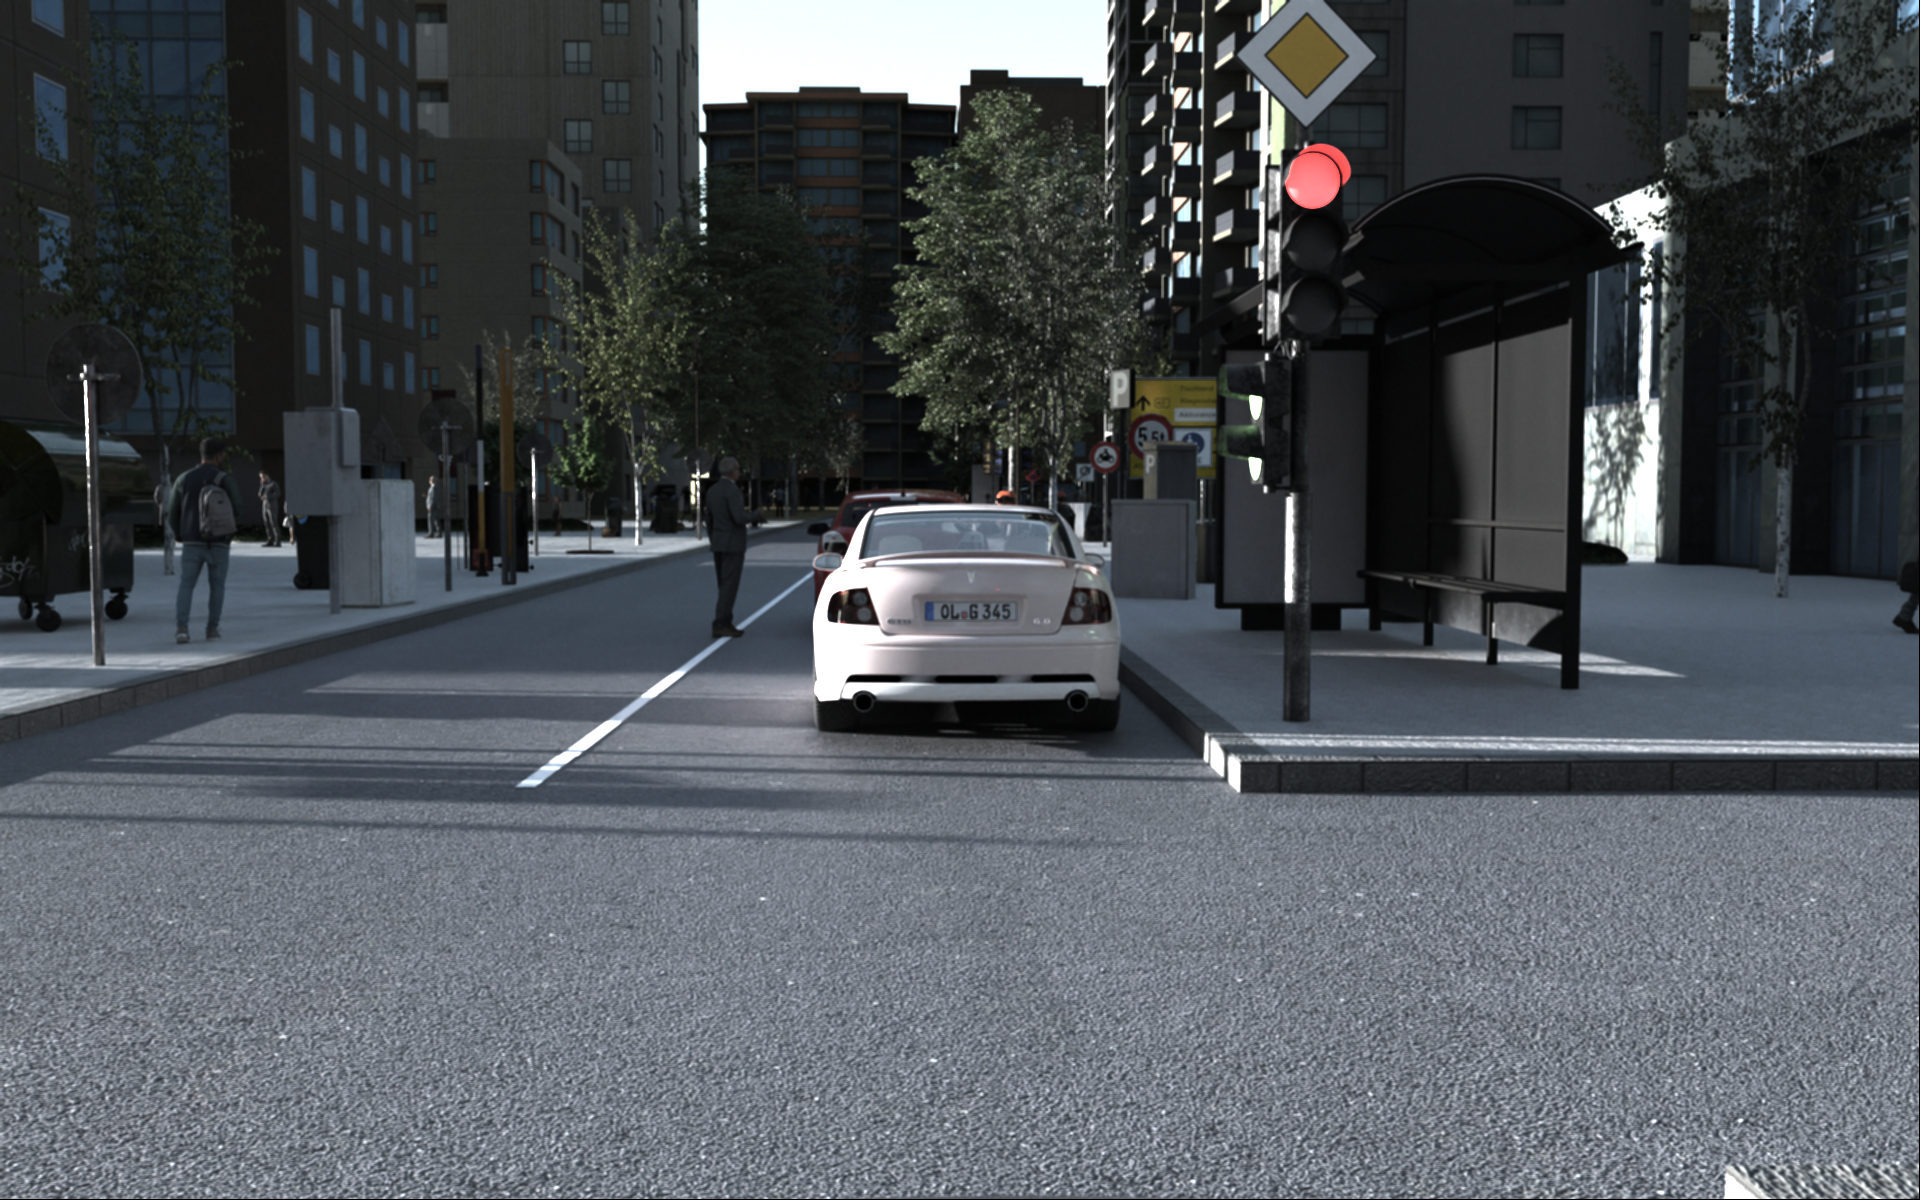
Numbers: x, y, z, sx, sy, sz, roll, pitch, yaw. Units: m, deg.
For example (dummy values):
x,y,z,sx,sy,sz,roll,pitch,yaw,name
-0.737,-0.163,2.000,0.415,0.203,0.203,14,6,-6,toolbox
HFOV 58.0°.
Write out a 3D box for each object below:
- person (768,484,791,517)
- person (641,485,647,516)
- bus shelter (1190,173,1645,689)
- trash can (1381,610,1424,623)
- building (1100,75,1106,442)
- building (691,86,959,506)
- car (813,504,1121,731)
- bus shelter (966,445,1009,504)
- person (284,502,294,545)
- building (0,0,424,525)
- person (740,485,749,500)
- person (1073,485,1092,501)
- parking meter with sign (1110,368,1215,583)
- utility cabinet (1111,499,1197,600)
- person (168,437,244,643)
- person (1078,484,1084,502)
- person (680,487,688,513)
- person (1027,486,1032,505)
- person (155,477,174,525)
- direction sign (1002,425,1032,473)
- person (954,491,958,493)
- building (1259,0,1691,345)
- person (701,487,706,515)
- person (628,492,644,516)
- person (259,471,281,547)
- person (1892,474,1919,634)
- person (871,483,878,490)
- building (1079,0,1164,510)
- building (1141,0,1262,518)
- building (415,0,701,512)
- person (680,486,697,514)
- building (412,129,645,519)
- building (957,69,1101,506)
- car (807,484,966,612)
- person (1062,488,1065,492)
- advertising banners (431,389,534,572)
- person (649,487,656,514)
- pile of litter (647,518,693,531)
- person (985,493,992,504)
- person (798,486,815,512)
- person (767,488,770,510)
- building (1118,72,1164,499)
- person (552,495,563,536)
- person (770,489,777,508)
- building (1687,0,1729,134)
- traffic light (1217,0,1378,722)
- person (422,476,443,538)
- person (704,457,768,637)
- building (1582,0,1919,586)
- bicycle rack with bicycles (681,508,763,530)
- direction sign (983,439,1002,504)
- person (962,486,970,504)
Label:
x,y,z,sx,sy,sz,roll,pitch,yaw,name
-10.222,-5.634,98.142,1.348,1.826,0.705,0,4,-8,person
-18.838,-5.941,103.157,0.705,1.826,1.348,0,4,-7,person
3.246,-1.211,13.726,2.014,3.302,5.546,0,4,-1,bus shelter
4.481,-0.356,17.477,0.748,1.137,0.748,0,3,0,trash can
21.230,-32.818,186.686,14.200,45.320,14.600,0,4,-1,building
-14.682,-32.692,189.134,28.867,44.769,22.147,0,4,-1,building
0.009,0.031,11.854,2.083,1.381,4.827,0,4,-1,car
1.316,-4.948,74.831,2.014,3.302,5.546,0,4,-2,bus shelter
-16.648,-2.272,43.549,0.694,1.780,0.624,-1,4,-22,person
-28.053,-25.097,60.441,14.600,45.320,14.200,0,4,-1,building
-11.725,-5.358,94.172,0.750,1.759,0.617,1,4,10,person
6.568,-5.351,93.540,1.348,1.823,0.705,3,5,44,person
3.018,-1.738,24.685,1.738,3.016,0.543,-2,4,-26,parking meter with sign
2.384,-0.622,21.335,1.020,1.237,0.306,2,4,29,utility cabinet
-6.554,-0.530,15.062,0.623,1.781,0.721,-1,4,-20,person
6.300,-5.104,89.473,0.705,1.826,1.348,0,4,2,person
-18.804,-6.803,117.941,0.621,1.740,0.551,1,4,13,person
3.801,-5.582,97.827,0.721,1.766,1.217,2,4,34,person
-24.056,-2.830,52.502,0.592,1.802,0.473,0,4,5,person
1.933,-3.954,56.650,0.876,3.537,0.379,1,4,20,direction sign
-0.462,-8.510,145.624,0.683,1.767,0.568,-2,4,-34,person
18.892,-23.502,67.857,14.154,41.232,14.086,0,4,-1,building
-15.768,-6.114,106.535,0.721,1.766,1.217,1,4,15,person
-18.960,-5.635,101.391,0.991,1.433,0.599,-2,4,-28,person
-16.753,-2.210,41.980,0.655,1.846,0.447,2,4,35,person
8.973,-0.589,15.782,0.694,1.812,0.767,-3,4,-36,person
-2.740,-2.921,56.441,0.466,1.800,0.511,-1,4,-14,person
20.793,-42.838,138.660,20.563,71.187,20.611,0,4,-1,building
22.320,-27.268,100.464,22.147,44.769,28.867,0,4,-1,building
-34.746,-33.309,133.837,27.495,52.752,28.713,0,4,-1,building
-17.667,-6.481,112.018,1.348,1.822,0.705,-1,4,-19,person
-34.192,-15.508,98.594,27.650,21.520,28.899,0,4,-1,building
6.921,-32.804,186.461,14.200,45.320,14.600,0,4,-1,building
-0.614,-0.602,18.883,2.155,1.783,4.494,0,4,-2,car
8.239,-7.928,136.402,0.721,1.736,1.217,1,4,10,person
-7.955,-1.993,28.773,2.074,3.025,0.090,2,4,26,advertising banners
-19.965,-6.495,112.678,0.568,1.767,0.683,2,4,35,person
-10.146,-2.854,60.629,1.719,0.858,1.176,-1,4,-18,pile of litter
0.999,-3.110,61.170,0.640,1.303,0.475,-2,4,-27,person
-10.908,-7.167,123.243,1.348,1.821,0.705,1,4,16,person
-15.092,-7.978,137.188,0.721,1.736,1.217,-1,4,-17,person
17.976,-21.445,122.334,14.160,30.474,14.107,0,4,-1,building
-12.301,-2.577,52.853,0.373,1.253,0.362,-3,5,-45,person
-17.126,-9.378,160.155,1.217,1.735,0.721,0,4,2,person
61.099,-33.453,136.197,27.495,52.752,28.713,0,4,-1,building
1.887,-1.271,9.696,0.839,4.253,0.868,0,4,-1,traffic light
-15.314,-2.688,50.173,0.590,1.801,0.661,0,4,-7,person
-2.264,-0.536,17.444,0.590,1.801,0.661,-3,4,-39,person
28.509,-43.764,28.209,31.000,86.520,22.319,0,4,-1,building
-8.668,-3.050,63.249,2.925,0.926,2.852,0,4,-7,bicycle rack with bicycles
1.337,-4.817,70.748,0.876,3.537,0.379,2,4,28,direction sign
0.591,-5.551,97.329,1.217,1.766,0.721,0,4,-7,person
